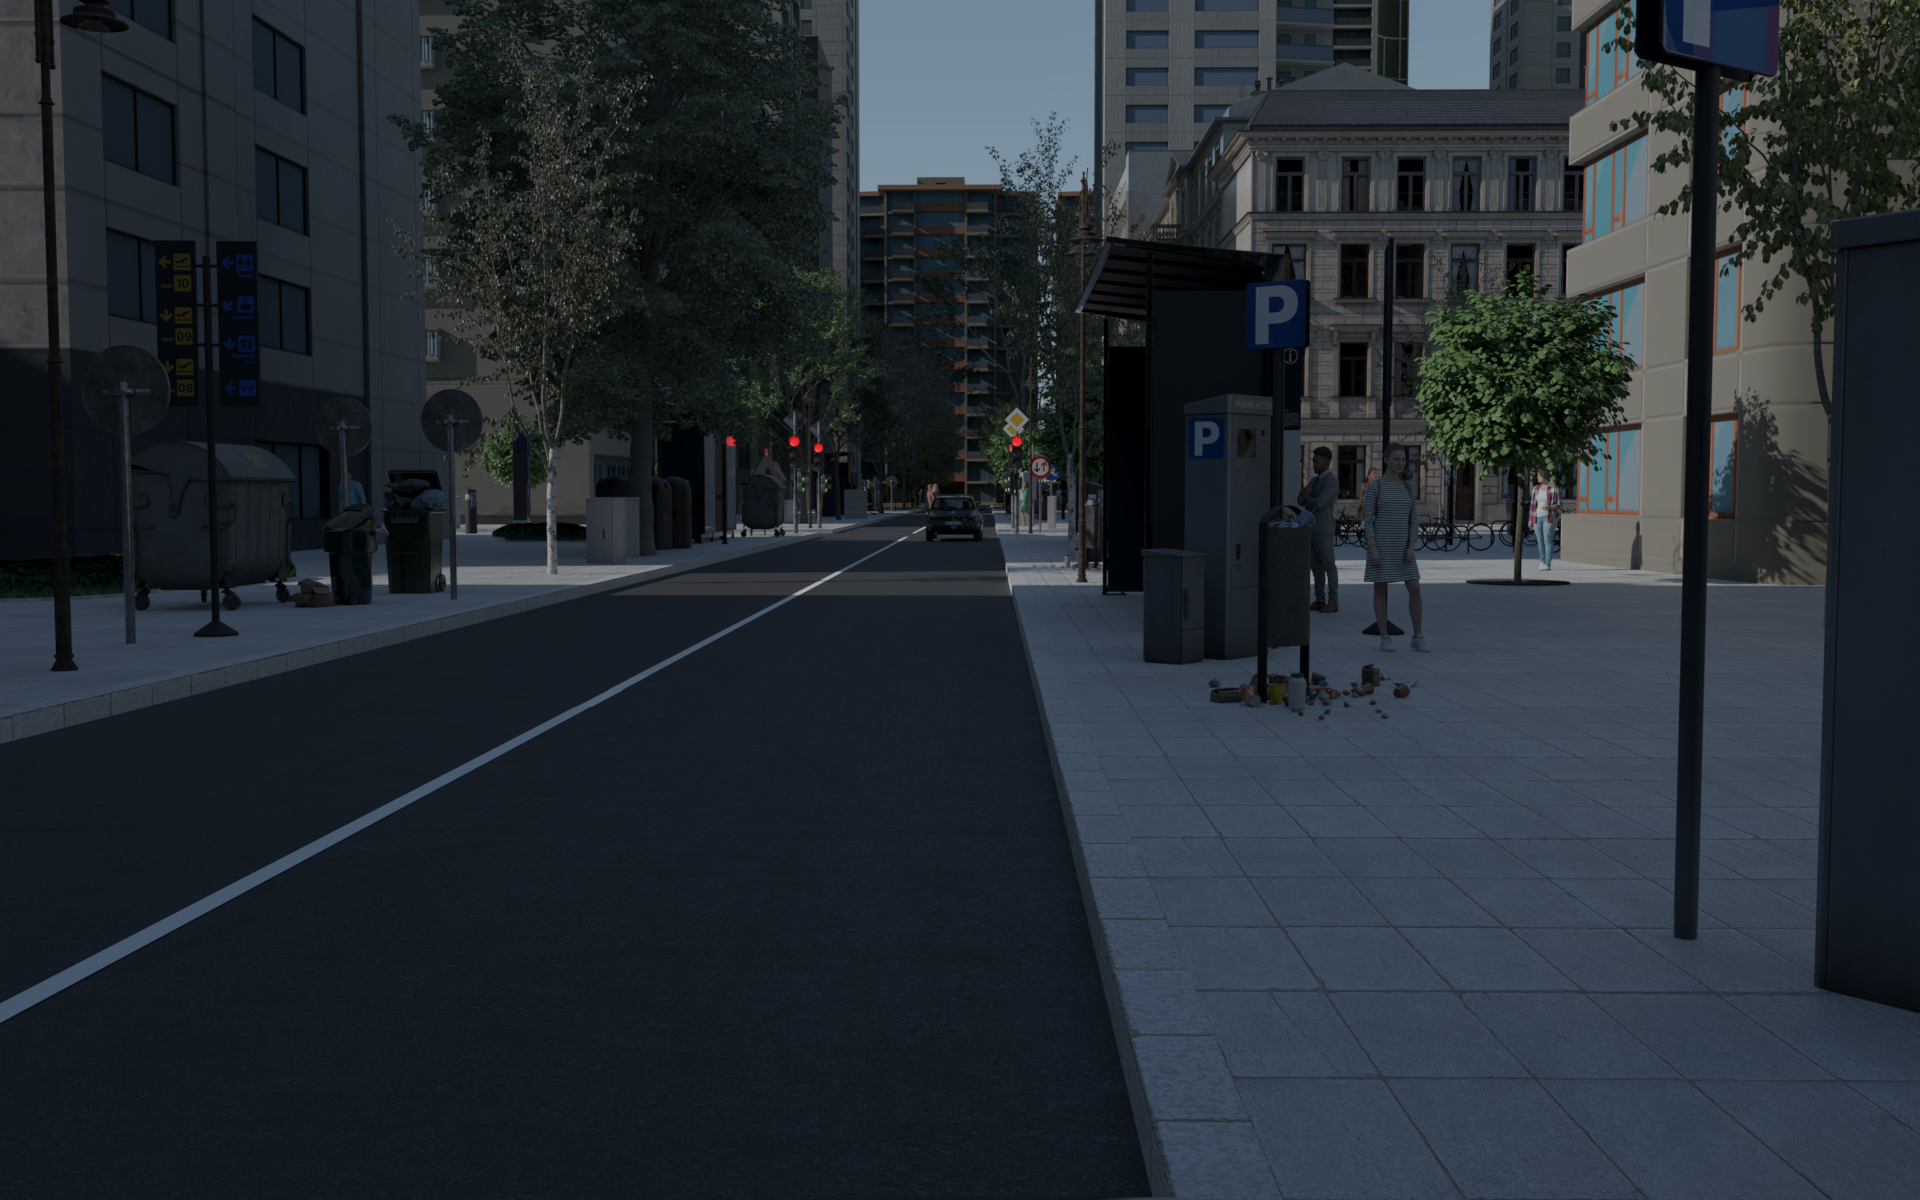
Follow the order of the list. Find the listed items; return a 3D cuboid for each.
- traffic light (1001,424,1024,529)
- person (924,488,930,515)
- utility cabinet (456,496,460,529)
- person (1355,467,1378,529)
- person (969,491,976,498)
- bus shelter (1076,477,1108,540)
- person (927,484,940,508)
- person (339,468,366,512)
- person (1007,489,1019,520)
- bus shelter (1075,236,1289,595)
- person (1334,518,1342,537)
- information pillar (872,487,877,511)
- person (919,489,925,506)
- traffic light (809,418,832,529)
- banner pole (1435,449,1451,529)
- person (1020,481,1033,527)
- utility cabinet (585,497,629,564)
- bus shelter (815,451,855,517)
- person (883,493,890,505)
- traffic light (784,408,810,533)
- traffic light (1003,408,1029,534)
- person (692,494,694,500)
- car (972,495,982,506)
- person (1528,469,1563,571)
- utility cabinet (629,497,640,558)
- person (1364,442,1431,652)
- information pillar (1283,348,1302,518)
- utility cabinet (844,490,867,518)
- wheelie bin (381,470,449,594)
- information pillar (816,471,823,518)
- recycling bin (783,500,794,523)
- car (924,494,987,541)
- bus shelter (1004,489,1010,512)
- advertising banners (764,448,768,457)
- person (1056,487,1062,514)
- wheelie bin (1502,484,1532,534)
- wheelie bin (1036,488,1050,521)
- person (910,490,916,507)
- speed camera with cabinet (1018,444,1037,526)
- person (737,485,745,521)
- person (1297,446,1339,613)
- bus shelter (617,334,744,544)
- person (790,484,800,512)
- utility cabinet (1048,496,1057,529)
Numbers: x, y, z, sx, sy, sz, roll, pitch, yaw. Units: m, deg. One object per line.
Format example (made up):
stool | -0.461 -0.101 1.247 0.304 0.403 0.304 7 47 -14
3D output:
traffic light | 1.956 -4.607 64.246 0.839 4.253 0.868 0 4 1
person | -2.064 -6.430 113.730 0.616 1.811 0.778 -1 4 -23
utility cabinet | -19.002 -3.233 64.021 1.020 1.237 0.306 -3 5 -44
person | 7.954 -1.678 33.576 0.616 1.811 0.778 0 4 2
person | 1.373 -11.871 202.526 0.705 1.831 1.348 -3 5 -45
bus shelter | 3.960 -3.157 45.545 2.014 3.302 5.546 0 4 1
person | -1.040 -3.608 67.472 0.580 1.828 0.573 1 4 21
person | -12.411 -1.799 35.470 0.660 1.820 0.620 1 4 13
person | 2.695 -4.698 82.816 0.822 1.834 0.622 2 4 31
bus shelter | 2.258 -1.690 18.909 1.731 3.624 6.357 0 4 1
person | 10.698 -2.713 50.611 1.509 1.804 0.699 -3 5 -42
information pillar | -6.384 -7.674 129.964 0.304 2.012 0.304 1 4 22
person | -4.052 -10.780 182.318 1.348 1.821 0.705 0 4 4
traffic light | -5.204 -4.613 64.345 0.839 4.253 0.868 0 4 1
banner pole | 18.044 -4.550 64.412 0.863 3.779 0.401 -2 4 -30
person | 2.627 -3.787 68.206 0.529 1.795 0.600 0 4 8
utility cabinet | -6.549 -1.274 31.987 0.306 1.237 1.020 -3 5 -40
bus shelter | -7.057 -6.528 98.019 1.731 3.624 6.357 0 4 1
person | -8.883 -12.169 208.259 1.065 1.426 0.557 1 4 15
traffic light | -5.333 -4.125 56.361 0.839 4.253 0.868 0 4 1
traffic light | 1.827 -4.119 56.262 0.839 4.253 0.868 0 4 1
person | -14.867 -5.605 97.898 0.699 1.804 1.509 1 4 18
car | 0.097 -4.728 89.304 2.014 1.417 4.499 0 4 2
person | 9.845 -1.358 29.079 0.643 1.720 0.563 -3 5 -40
utility cabinet | -6.945 -1.445 34.780 1.020 1.237 0.306 -3 5 -42
person | 3.541 -0.436 14.180 0.512 1.701 0.522 -1 4 -12
information pillar | 4.196 -1.906 22.511 0.504 3.616 0.183 0 4 -2
utility cabinet | -5.441 -5.003 90.484 1.173 1.500 0.318 0 4 2
wheelie bin | -7.063 -0.892 22.489 0.980 1.594 0.693 0 4 3
information pillar | -7.477 -6.163 92.121 0.183 3.616 0.504 2 4 29
recycling bin | -7.738 -3.900 76.311 0.722 1.027 0.722 -2 4 -23
car | -0.158 -2.720 54.254 2.009 1.686 4.222 0 4 2
bus shelter | 3.981 -8.758 120.820 2.179 5.291 8.768 0 4 1
advertising banners | -7.670 -4.323 66.864 0.090 3.025 2.074 -1 4 -21
person | 6.349 -6.410 111.066 0.478 1.798 0.641 0 4 -2
wheelie bin | 17.996 -2.940 55.984 0.980 1.594 0.693 0 4 -1
wheelie bin | 4.054 -4.659 84.075 0.693 1.594 0.980 0 4 -2
person | -4.596 -9.962 169.711 0.721 1.735 1.217 -3 4 -36
speed camera with cabinet | 2.589 -4.606 69.648 0.660 3.252 2.038 -1 4 -9
person | -10.332 -4.661 82.584 0.599 1.781 0.374 0 4 -2
person | 3.876 -0.773 18.865 0.466 1.800 0.511 -2 4 -30
bus shelter | -7.409 -4.170 45.819 2.179 5.291 8.768 0 4 1
person | -8.164 -4.885 85.932 0.660 1.820 0.620 -3 5 -41
utility cabinet | 3.402 -3.242 64.165 0.306 1.237 1.020 0 4 5
